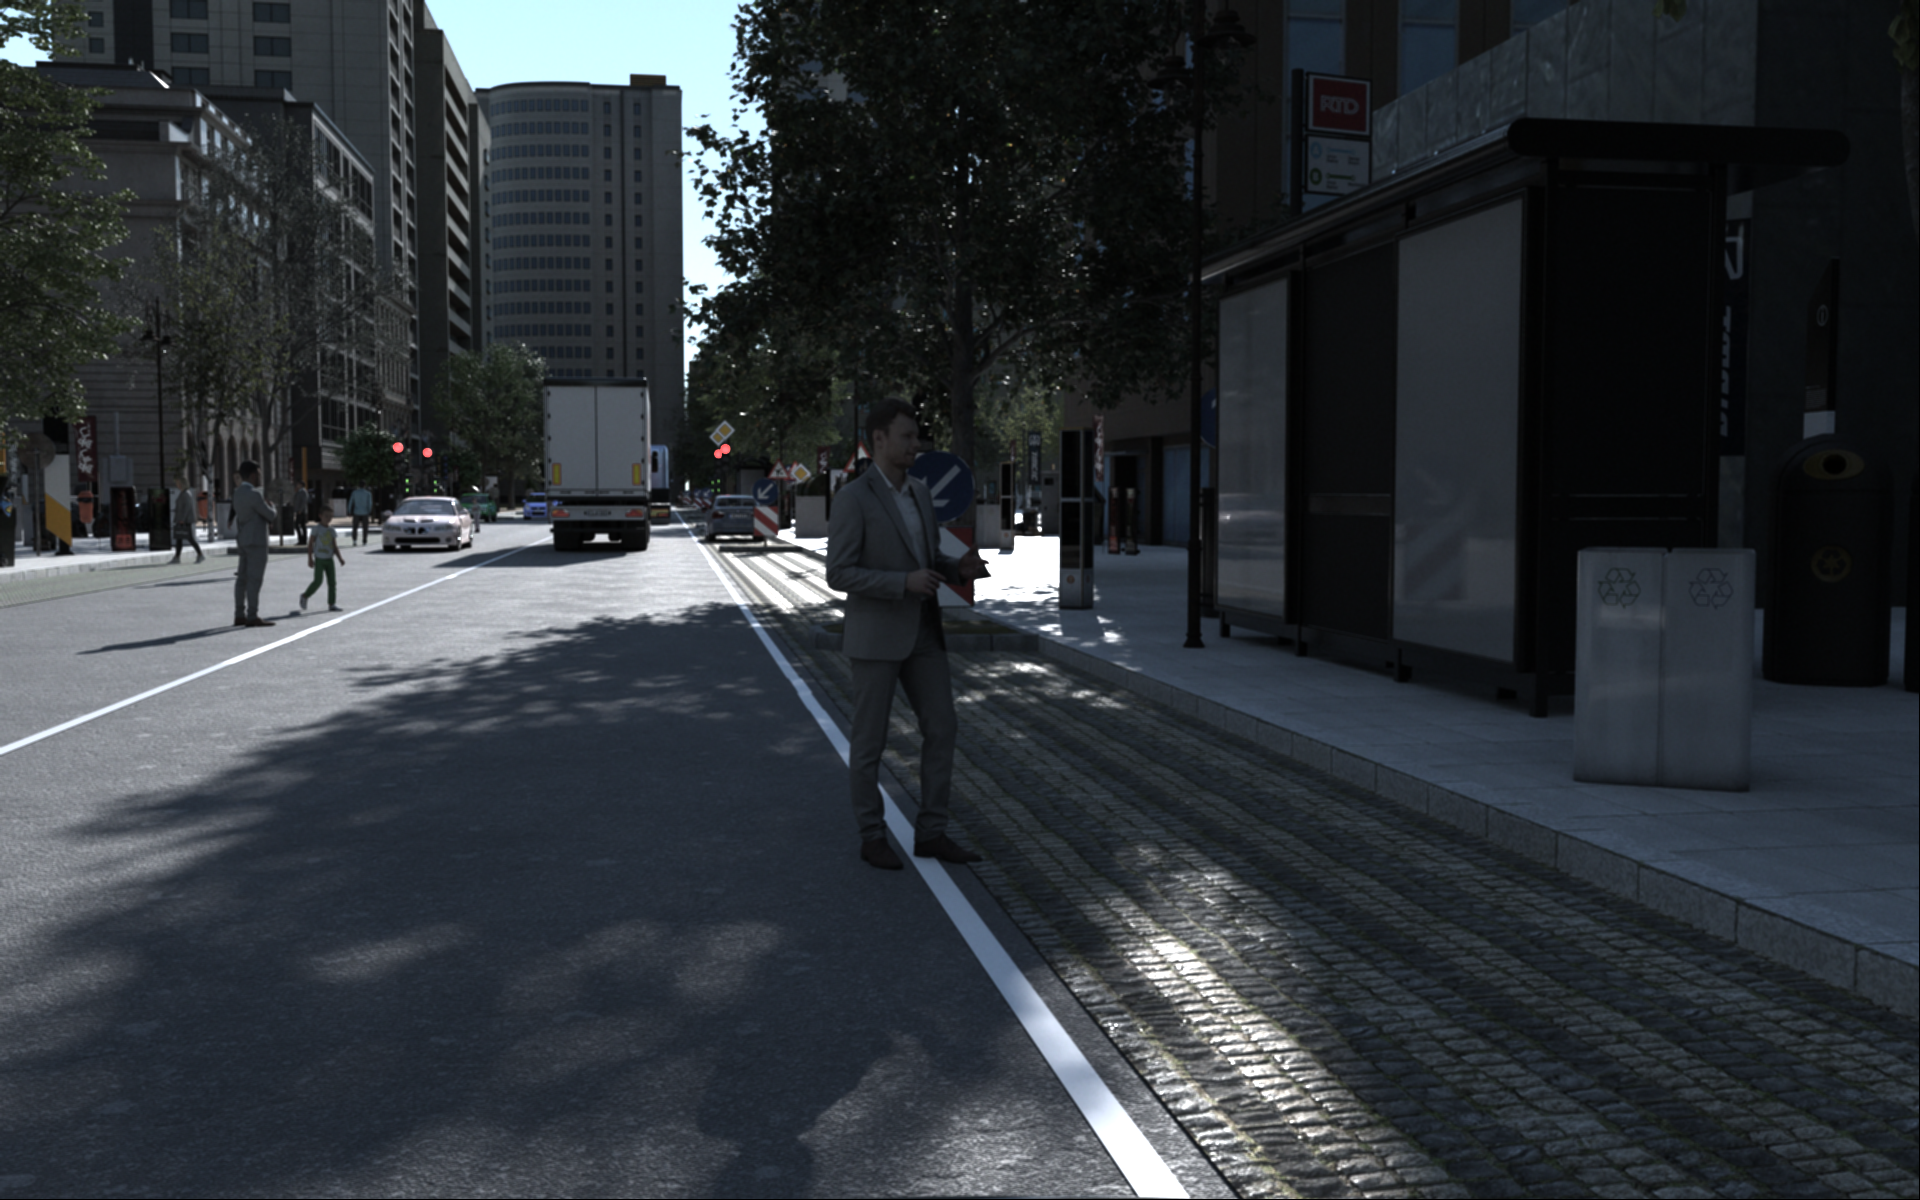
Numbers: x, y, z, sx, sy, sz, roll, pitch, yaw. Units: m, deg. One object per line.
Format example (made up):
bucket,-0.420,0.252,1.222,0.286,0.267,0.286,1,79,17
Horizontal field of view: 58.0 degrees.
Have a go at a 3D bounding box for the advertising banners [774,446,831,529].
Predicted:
advertising banners,-5.696,-4.096,63.163,2.074,3.025,0.090,1,4,11

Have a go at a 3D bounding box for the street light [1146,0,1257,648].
street light,1.960,-2.541,14.331,0.468,5.910,1.993,-1,4,-10

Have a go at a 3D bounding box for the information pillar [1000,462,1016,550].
information pillar,1.100,-2.170,39.976,0.304,2.012,0.304,1,4,15

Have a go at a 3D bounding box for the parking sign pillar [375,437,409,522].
parking sign pillar,-26.611,-5.689,81.485,1.447,3.967,1.447,-1,4,-20

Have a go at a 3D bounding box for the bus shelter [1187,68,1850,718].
bus shelter,3.360,-2.231,14.107,2.179,5.291,8.768,-1,4,-10

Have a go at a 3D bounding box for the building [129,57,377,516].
building,-46.440,-19.410,110.854,14.314,27.812,24.014,-1,4,-10

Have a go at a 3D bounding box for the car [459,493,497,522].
car,-24.683,-4.858,88.217,1.959,1.807,4.718,-1,4,-8

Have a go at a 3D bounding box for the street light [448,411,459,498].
street light,-28.320,-7.597,96.991,0.468,5.910,1.993,-1,4,-10

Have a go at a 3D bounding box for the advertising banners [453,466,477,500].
advertising banners,-30.218,-6.706,105.828,2.074,3.025,0.090,2,4,30

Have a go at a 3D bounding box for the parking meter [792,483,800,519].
parking meter,-8.312,-5.021,87.803,0.255,1.863,0.399,2,4,26

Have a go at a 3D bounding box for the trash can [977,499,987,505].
trash can,0.373,-2.173,47.179,0.748,1.137,0.748,0,3,0

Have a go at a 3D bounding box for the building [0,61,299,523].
building,-42.476,-15.020,87.372,13.314,21.916,24.055,-1,4,-10

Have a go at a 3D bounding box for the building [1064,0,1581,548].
building,11.085,-24.108,44.282,14.600,45.320,14.200,-1,4,-10

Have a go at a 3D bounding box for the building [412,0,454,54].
building,-61.009,-33.598,173.035,21.300,48.544,21.600,-1,4,-10

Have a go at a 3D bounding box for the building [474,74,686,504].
building,-53.375,-42.989,244.874,28.212,58.520,21.231,-1,4,-10

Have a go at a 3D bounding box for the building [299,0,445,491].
building,-56.627,-43.615,151.350,20.563,71.187,20.611,-1,4,-10

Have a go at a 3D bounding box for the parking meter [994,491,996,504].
parking meter,2.330,-6.075,107.744,0.372,1.533,0.369,0,3,0

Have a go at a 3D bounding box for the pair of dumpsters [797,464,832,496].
pair of dumpsters,-4.606,-3.454,58.971,1.574,2.255,4.437,-1,4,-10

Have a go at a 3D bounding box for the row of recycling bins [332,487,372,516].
row of recycling bins,-35.859,-5.819,102.255,3.534,1.692,1.069,3,4,37

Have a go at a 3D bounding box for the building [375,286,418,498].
building,-48.179,-16.399,132.745,10.561,19.102,19.286,-1,4,-10

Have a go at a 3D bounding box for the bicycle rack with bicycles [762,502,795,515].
bicycle rack with bicycles,-8.340,-4.017,79.062,2.852,0.926,2.925,-1,4,-15

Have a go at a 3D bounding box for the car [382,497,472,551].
car,-13.748,-1.987,44.857,2.083,1.381,4.827,-1,4,-10

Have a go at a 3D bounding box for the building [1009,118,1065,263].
building,14.987,-36.038,212.916,21.600,48.544,21.300,-1,4,-10

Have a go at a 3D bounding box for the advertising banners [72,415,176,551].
advertising banners,-18.782,-2.611,38.884,2.074,3.025,0.090,-2,4,-33

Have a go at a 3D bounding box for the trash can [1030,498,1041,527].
trash can,3.093,-3.469,68.369,0.748,1.137,0.748,0,3,0

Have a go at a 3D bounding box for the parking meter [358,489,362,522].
parking meter,-30.147,-4.810,87.055,0.372,1.533,0.369,0,3,0

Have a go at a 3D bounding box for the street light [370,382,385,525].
street light,-23.959,-6.028,71.347,0.468,5.910,1.993,-1,4,-10

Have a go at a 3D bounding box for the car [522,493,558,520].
car,-23.551,-5.358,97.198,1.945,1.707,3.694,-1,4,-10

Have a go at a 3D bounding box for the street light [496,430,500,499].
street light,-32.645,-9.146,122.328,0.468,5.910,1.993,-1,4,-10

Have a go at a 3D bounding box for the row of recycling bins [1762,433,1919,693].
row of recycling bins,6.763,-0.226,10.805,1.069,1.692,3.534,-2,4,-35

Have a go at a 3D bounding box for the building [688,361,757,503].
building,-25.118,-25.037,254.398,28.899,21.520,27.650,-1,4,-10

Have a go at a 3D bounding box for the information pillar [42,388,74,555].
information pillar,-18.871,-2.744,36.214,0.504,3.616,0.183,-3,4,-36

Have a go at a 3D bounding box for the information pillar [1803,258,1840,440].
information pillar,8.669,-1.597,17.474,0.183,3.616,0.504,0,4,0

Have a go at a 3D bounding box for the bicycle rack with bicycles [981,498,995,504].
bicycle rack with bicycles,3.139,-8.375,150.312,2.852,0.926,2.925,0,4,-7

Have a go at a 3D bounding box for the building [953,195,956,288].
building,-2.066,-36.736,250.745,14.200,45.320,14.600,-1,4,-10

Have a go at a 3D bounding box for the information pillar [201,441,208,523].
information pillar,-33.223,-5.188,76.182,0.183,3.616,0.504,0,4,-8

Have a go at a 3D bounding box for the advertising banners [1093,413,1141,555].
advertising banners,3.312,-2.495,36.981,0.090,3.025,2.074,-1,4,-23

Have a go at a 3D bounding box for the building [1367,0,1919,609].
building,20.569,-42.874,13.658,22.319,86.520,31.000,-1,4,-10

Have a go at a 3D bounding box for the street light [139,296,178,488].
street light,-18.709,-4.144,40.549,0.468,5.910,1.993,-1,4,-10

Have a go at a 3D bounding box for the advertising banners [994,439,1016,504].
advertising banners,1.470,-3.676,56.283,0.090,3.025,2.074,-1,4,-16

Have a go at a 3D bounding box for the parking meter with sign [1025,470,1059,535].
parking meter with sign,2.925,-3.580,54.789,1.738,3.016,0.543,1,4,16

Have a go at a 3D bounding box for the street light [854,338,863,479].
street light,-2.380,-4.094,39.719,0.468,5.910,1.993,-1,4,-10

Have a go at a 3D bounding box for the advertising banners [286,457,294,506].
advertising banners,-32.413,-5.318,83.139,2.074,3.025,0.090,3,5,43

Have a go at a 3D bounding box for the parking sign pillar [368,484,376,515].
parking sign pillar,-35.705,-7.129,105.035,1.447,3.967,1.447,-1,4,-12

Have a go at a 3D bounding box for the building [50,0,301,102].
building,-86.998,-46.247,194.389,20.611,71.187,20.563,-1,4,-10

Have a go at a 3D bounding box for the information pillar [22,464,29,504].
information pillar,-39.256,-4.977,72.723,0.183,3.616,0.504,-3,5,-44

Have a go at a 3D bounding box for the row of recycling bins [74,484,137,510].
row of recycling bins,-35.250,-3.932,71.403,1.069,1.692,3.534,0,4,7

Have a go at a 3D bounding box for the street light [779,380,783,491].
street light,-6.718,-5.643,65.053,0.468,5.910,1.993,-1,4,-10

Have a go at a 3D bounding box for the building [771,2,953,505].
building,-11.550,-40.439,203.169,21.231,58.520,28.212,-1,4,-10

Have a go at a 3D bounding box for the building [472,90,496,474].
building,-65.170,-35.129,198.053,21.600,48.544,21.300,-1,4,-10

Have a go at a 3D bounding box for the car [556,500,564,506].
car,-24.406,-5.942,106.743,1.945,1.707,3.694,-1,4,-11

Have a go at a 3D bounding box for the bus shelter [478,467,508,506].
bus shelter,-36.004,-8.517,133.175,2.014,3.302,5.546,-1,4,-10

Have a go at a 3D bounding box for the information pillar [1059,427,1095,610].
information pillar,1.295,-0.903,19.259,0.304,2.012,0.304,2,4,29

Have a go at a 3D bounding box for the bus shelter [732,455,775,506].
bus shelter,-10.769,-5.964,91.438,2.014,3.302,5.546,-1,4,-10

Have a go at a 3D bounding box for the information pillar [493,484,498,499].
information pillar,-33.199,-7.311,124.020,0.304,2.012,0.304,0,4,3

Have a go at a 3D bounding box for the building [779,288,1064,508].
building,-3.722,-20.285,176.705,27.650,21.520,28.899,-1,4,-10

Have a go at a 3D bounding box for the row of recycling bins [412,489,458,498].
row of recycling bins,-38.936,-7.447,128.864,3.534,1.692,1.069,-2,4,-27

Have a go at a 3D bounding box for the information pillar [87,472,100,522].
information pillar,-29.262,-3.303,58.498,0.304,2.012,0.304,3,5,45

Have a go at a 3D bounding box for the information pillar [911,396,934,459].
information pillar,-0.738,-2.655,34.756,0.504,3.616,0.183,-1,4,-21
